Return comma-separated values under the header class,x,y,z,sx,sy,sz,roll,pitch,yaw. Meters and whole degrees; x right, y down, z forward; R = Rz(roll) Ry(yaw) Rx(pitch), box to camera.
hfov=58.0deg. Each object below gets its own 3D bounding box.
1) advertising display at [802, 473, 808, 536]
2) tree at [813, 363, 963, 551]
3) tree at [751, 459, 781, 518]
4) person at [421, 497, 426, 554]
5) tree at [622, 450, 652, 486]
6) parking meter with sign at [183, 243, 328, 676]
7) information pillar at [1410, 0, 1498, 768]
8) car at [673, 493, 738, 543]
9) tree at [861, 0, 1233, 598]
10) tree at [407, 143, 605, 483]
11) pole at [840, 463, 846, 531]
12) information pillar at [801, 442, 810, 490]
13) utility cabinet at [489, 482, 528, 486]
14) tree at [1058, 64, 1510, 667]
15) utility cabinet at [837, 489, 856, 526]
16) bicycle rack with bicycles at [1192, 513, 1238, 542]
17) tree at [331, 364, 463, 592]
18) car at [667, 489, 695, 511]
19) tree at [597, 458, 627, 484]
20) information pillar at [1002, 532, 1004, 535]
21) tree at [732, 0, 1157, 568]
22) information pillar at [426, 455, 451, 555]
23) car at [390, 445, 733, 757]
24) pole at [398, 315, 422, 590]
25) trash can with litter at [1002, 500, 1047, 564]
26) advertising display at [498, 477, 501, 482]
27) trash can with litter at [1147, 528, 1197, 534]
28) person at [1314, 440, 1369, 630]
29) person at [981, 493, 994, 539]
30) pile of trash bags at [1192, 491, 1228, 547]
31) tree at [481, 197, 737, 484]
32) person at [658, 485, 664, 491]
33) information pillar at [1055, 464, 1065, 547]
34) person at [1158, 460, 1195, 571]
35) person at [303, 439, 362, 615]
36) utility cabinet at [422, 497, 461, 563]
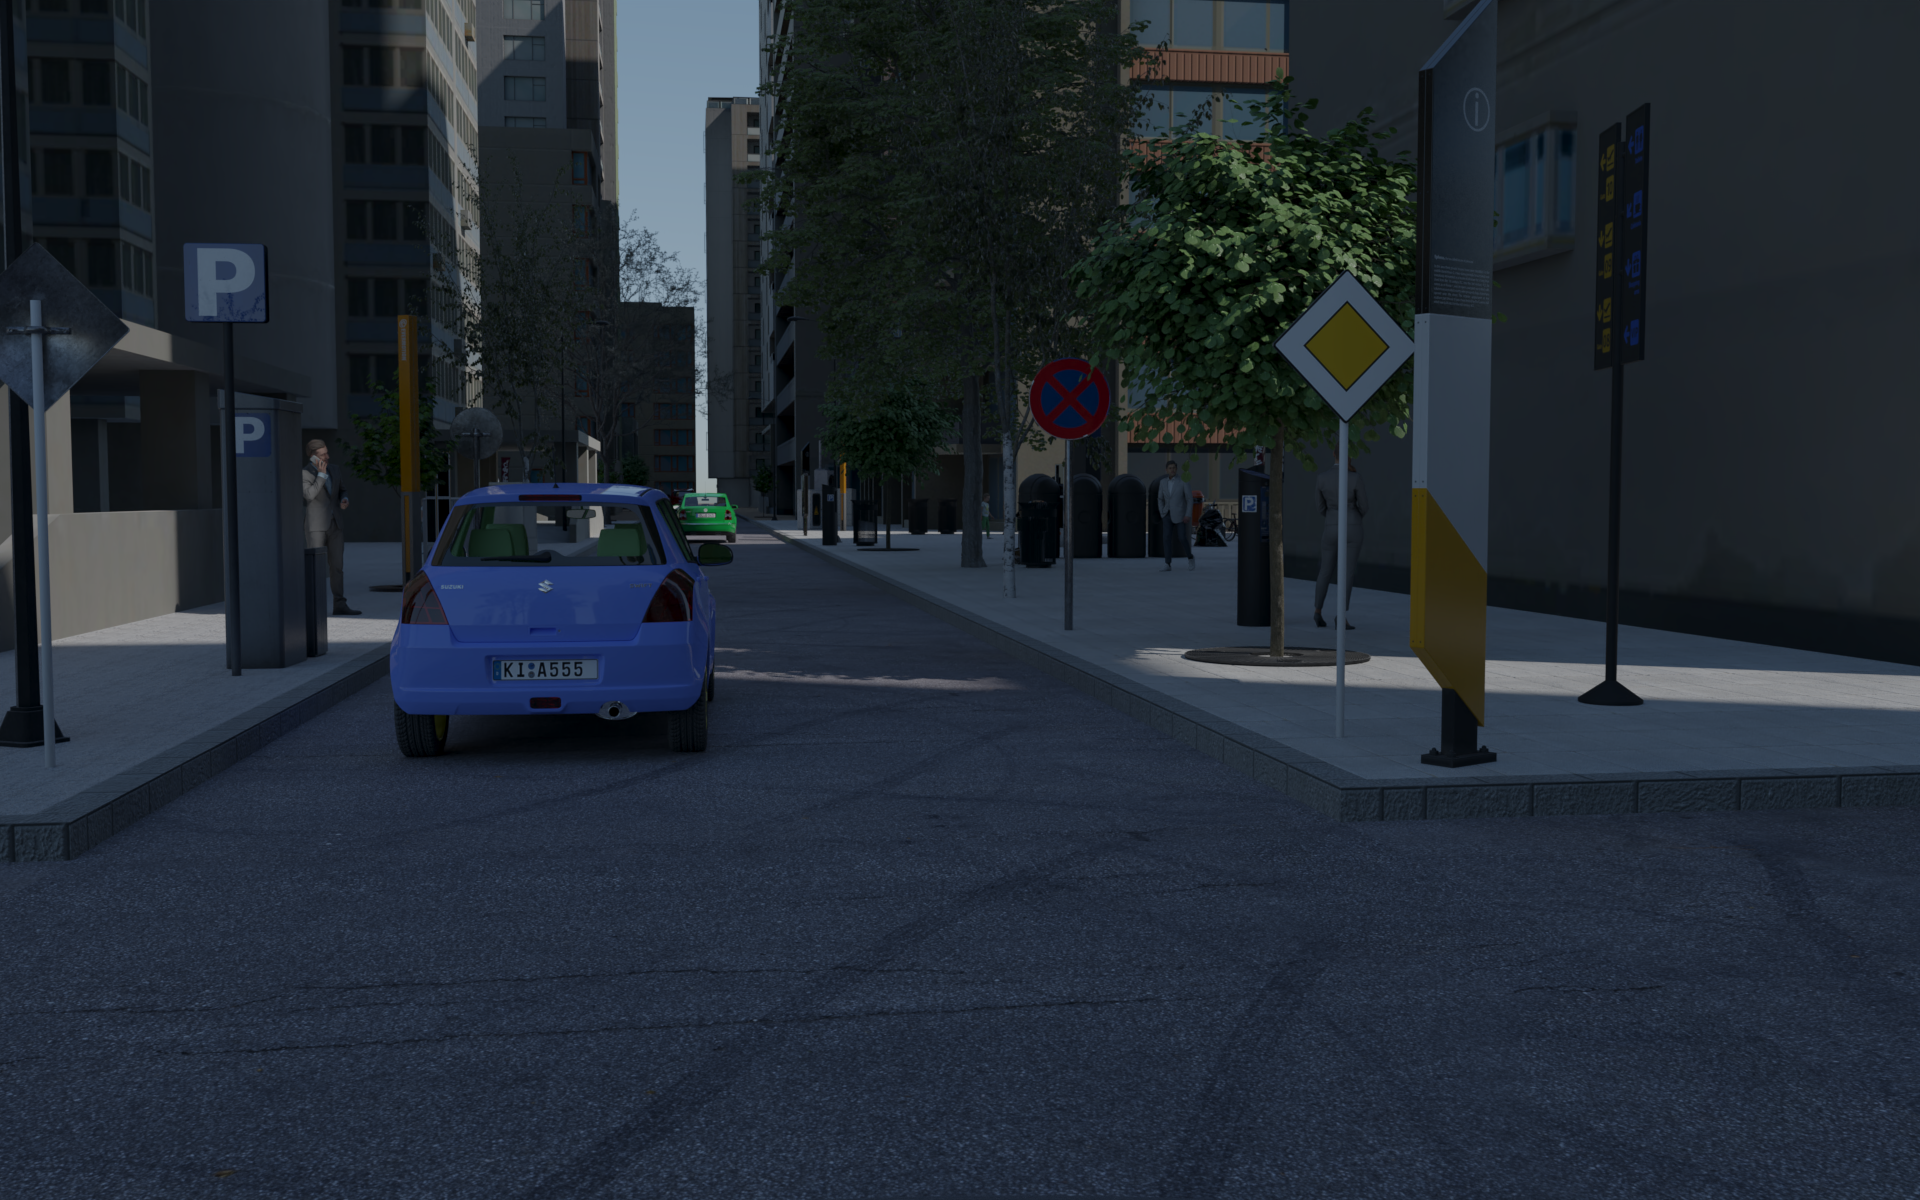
class,x,y,z,sx,sy,sz,roll,pitch,yaw
advertising display,-5.078,-3.159,56.857,0.123,1.923,0.974,0,4,0
tree,-1.593,-3.398,39.277,4.285,4.588,4.351,0,3,0
tree,-10.615,-6.122,94.701,1.663,3.219,1.824,0,3,0
person,-11.298,-1.572,36.758,0.382,1.210,0.505,1,4,23
tree,-24.415,-8.824,127.988,4.285,4.588,4.351,0,3,0
parking meter with sign,-5.188,-1.021,12.956,0.543,3.016,1.738,0,4,-6
information pillar,2.318,-1.025,8.114,0.504,3.616,0.183,-3,4,-37
car,-7.651,-2.646,52.052,1.959,1.807,4.718,-1,4,-8
tree,0.803,-4.323,21.039,4.360,8.622,3.978,0,3,0
tree,-9.243,-5.245,36.116,4.360,8.622,3.978,0,3,0
pole,-4.035,-4.030,59.730,0.158,3.312,0.155,0,3,0
information pillar,-6.927,-5.283,77.735,0.183,3.616,0.504,3,5,40
utility cabinet,-8.309,-1.441,32.237,1.173,1.500,0.318,3,5,44
tree,2.465,-1.821,13.490,4.285,4.588,4.351,0,3,0
utility cabinet,-4.690,-3.705,69.253,1.173,1.500,0.318,2,4,35
bicycle rack with bicycles,7.524,-2.132,48.246,2.925,0.926,2.852,-3,4,-38
tree,-7.294,-1.747,23.169,1.663,3.219,1.824,0,3,0
car,-19.441,-6.910,121.658,2.281,1.827,5.304,-1,4,-9
tree,-16.682,-5.300,81.251,1.663,3.219,1.824,0,3,0
information pillar,1.431,-3.867,54.586,0.183,3.616,0.504,0,4,-1
tree,-0.179,-6.834,29.868,7.486,12.596,7.792,0,3,0
information pillar,-8.931,-1.539,29.652,0.304,2.012,0.304,3,4,36
car,-2.394,-0.075,10.819,1.945,1.707,3.694,0,4,-7
pole,-6.309,-1.592,19.871,0.158,3.312,0.155,0,3,0
trash can with litter,1.140,-1.239,31.644,0.624,1.170,1.055,-2,4,-34
advertising display,-17.716,-3.653,64.941,0.974,1.923,0.123,0,4,-6
trash can with litter,6.735,-2.696,55.143,2.233,1.210,1.678,0,4,-5
person,3.626,-0.620,16.459,0.520,1.790,0.573,1,4,17
person,0.673,-2.389,49.344,0.590,1.304,0.306,1,4,10
pile of trash bags,5.812,-2.061,43.453,1.912,1.369,3.447,1,4,11
tree,-14.851,-9.906,72.337,12.009,13.543,11.850,0,3,0
person,-12.288,-3.830,71.304,0.419,1.800,0.721,-2,4,-31
information pillar,2.496,-2.282,41.807,0.304,2.012,0.304,3,5,42
person,3.607,-1.407,28.895,0.661,1.843,0.795,2,4,35
person,-6.581,-0.750,18.105,0.447,1.846,0.655,2,4,32
utility cabinet,-9.451,-1.286,32.187,1.020,1.237,0.306,1,4,10
